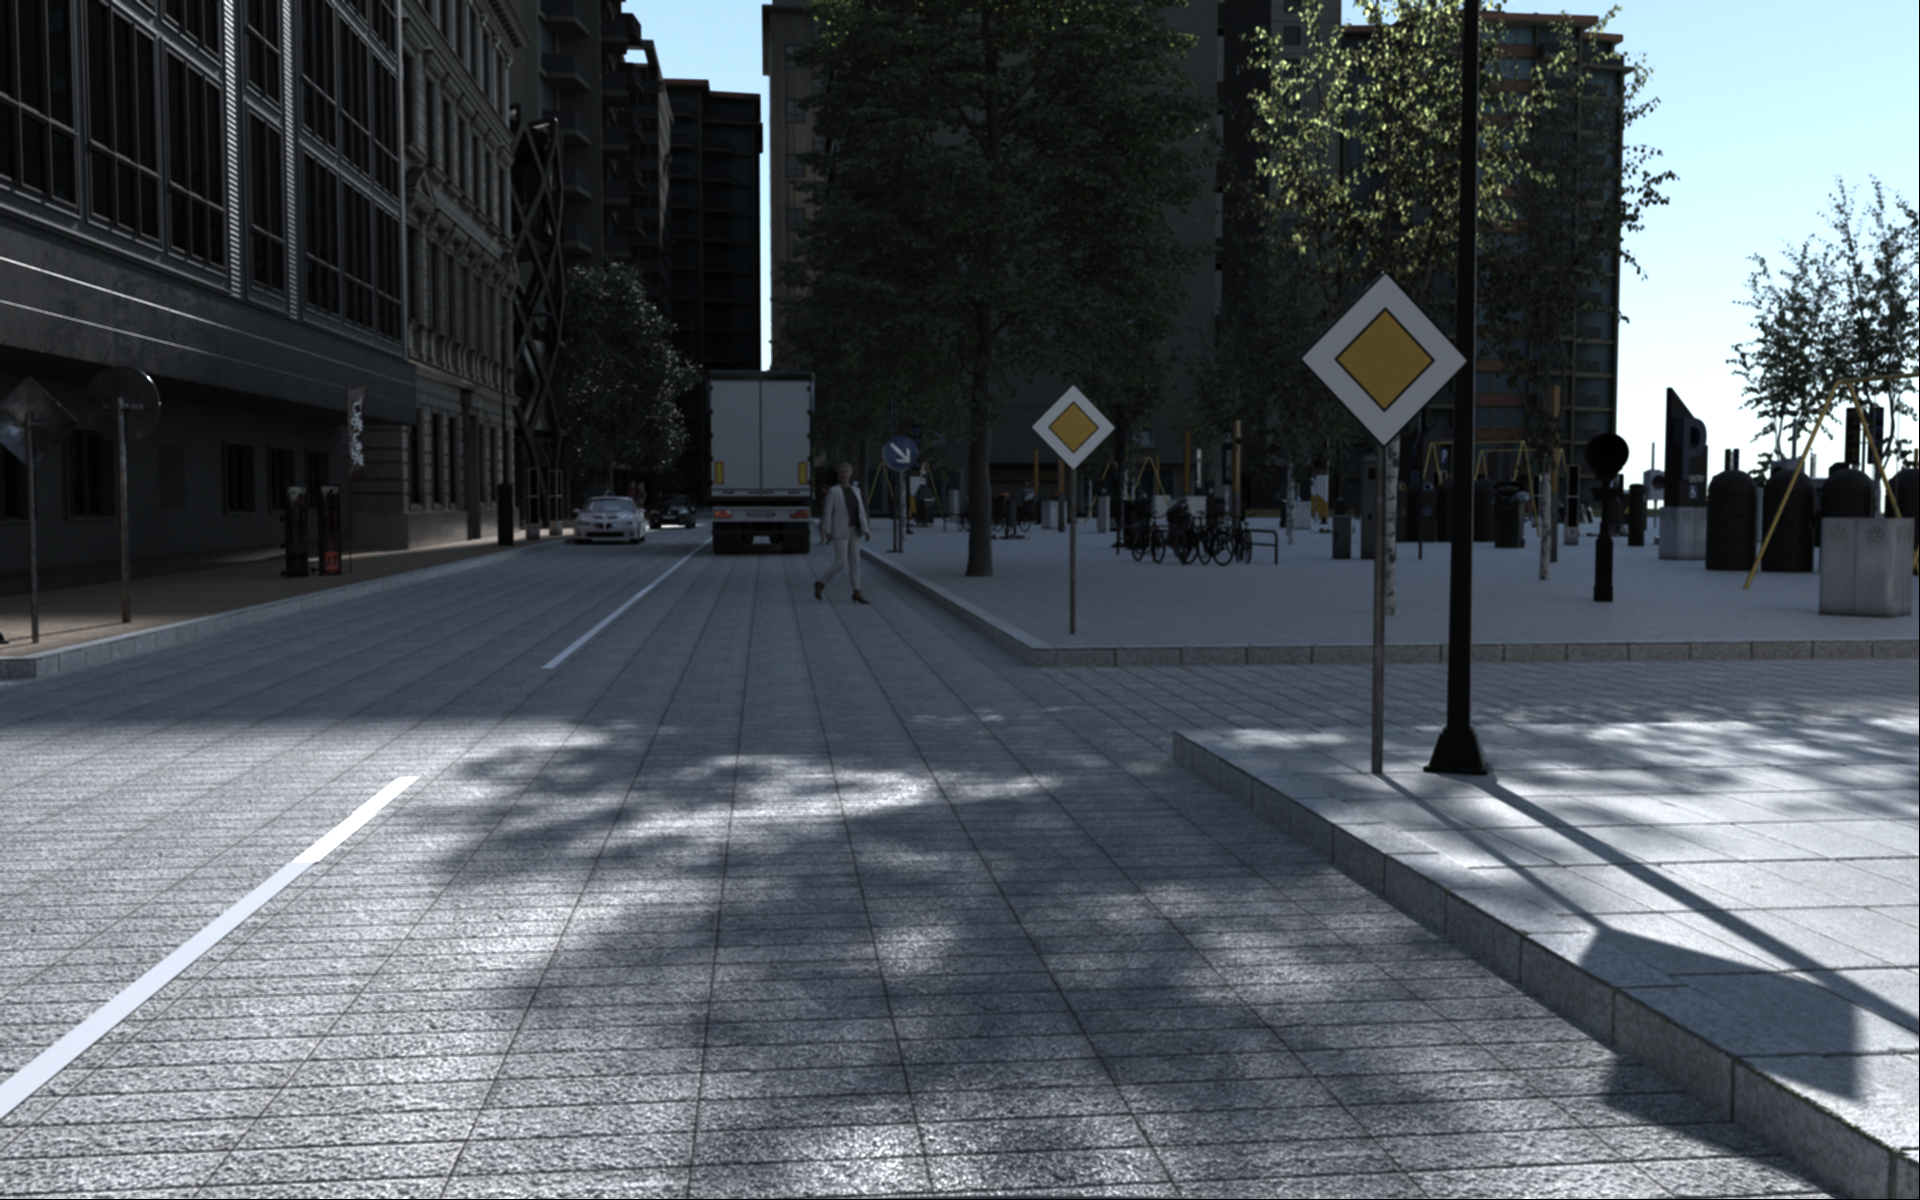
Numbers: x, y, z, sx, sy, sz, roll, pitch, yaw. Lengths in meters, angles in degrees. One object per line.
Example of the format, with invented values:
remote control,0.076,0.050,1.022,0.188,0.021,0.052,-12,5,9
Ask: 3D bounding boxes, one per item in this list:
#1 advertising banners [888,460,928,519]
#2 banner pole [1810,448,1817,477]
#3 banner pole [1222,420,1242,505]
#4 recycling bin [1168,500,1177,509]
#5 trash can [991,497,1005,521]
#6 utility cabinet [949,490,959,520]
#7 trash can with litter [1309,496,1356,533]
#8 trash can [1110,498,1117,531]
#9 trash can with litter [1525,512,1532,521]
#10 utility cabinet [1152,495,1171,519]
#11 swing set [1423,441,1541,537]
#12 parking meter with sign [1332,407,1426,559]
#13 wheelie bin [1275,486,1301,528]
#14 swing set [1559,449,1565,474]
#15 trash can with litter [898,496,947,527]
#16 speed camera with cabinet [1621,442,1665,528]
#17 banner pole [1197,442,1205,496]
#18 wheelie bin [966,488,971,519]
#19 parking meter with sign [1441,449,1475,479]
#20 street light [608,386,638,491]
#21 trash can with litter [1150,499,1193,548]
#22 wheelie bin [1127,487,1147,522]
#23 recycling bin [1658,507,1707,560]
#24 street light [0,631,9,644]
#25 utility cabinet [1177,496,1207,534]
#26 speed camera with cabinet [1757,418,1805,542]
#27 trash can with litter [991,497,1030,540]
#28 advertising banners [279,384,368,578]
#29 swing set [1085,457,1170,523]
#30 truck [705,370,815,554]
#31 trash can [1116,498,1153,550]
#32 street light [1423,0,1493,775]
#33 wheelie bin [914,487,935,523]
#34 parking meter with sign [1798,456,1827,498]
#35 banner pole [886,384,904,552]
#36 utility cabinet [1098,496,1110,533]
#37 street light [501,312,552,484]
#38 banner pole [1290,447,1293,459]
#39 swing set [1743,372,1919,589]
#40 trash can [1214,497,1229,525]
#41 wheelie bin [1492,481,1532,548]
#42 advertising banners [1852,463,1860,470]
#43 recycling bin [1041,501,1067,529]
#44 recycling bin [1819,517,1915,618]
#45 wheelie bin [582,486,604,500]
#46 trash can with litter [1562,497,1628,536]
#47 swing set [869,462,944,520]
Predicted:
advertising banners,-2.627,-5.637,88.359,2.074,3.025,0.090,-1,4,-15
banner pole,46.462,-6.383,94.385,0.863,3.779,0.401,-3,5,-40
banner pole,9.271,-4.205,58.774,0.863,3.779,0.401,2,4,28
recycling bin,9.962,-4.055,78.852,0.722,1.027,0.722,3,5,41
trash can,1.672,-4.083,78.414,0.748,1.137,0.748,0,3,0
utility cabinet,-0.284,-4.685,85.283,0.318,1.500,1.173,-1,4,-11
trash can with litter,12.433,-2.833,57.385,1.678,1.210,2.233,-1,4,-22
trash can,5.327,-2.938,59.693,0.748,1.137,0.748,0,3,0
trash can with litter,27.297,-4.431,83.509,2.233,1.210,1.678,-2,4,-32
utility cabinet,10.544,-4.867,90.743,1.020,1.237,0.306,-2,4,-31
swing set,15.287,-3.308,51.710,3.119,2.851,2.862,3,5,39
parking meter with sign,8.242,-2.316,34.130,1.738,3.016,0.543,1,4,11
wheelie bin,12.528,-3.569,66.254,0.980,1.594,0.693,1,4,9
swing set,19.545,-3.864,60.798,3.119,2.851,2.862,3,4,37
trash can with litter,-1.651,-3.479,67.934,1.678,1.210,2.233,-2,4,-32
speed camera with cabinet,25.790,-4.374,65.857,2.038,3.252,0.660,-1,4,-8
banner pole,11.596,-5.715,83.455,0.401,3.779,0.863,3,4,37
wheelie bin,0.780,-4.811,86.569,0.980,1.594,0.693,0,4,2
parking meter with sign,19.582,-4.337,67.171,1.738,3.016,0.543,-1,4,-11
street light,-14.485,-6.219,74.221,1.470,5.913,1.316,0,4,-6
trash can with litter,5.006,-1.842,41.509,1.055,1.170,0.624,0,4,-4
wheelie bin,8.241,-4.452,80.698,0.980,1.594,0.693,-1,4,-12
recycling bin,14.218,-1.310,33.972,0.722,1.027,0.722,0,4,-7
street light,-7.809,-2.578,14.694,1.470,5.913,1.316,0,4,-6
utility cabinet,6.467,-2.277,48.383,0.306,1.237,1.020,3,5,42
speed camera with cabinet,21.452,-3.152,45.871,0.660,3.252,2.038,-1,4,-11
trash can with litter,1.189,-2.348,49.442,1.678,1.210,2.233,2,4,27
advertising banners,-9.944,-1.897,27.211,0.090,3.025,2.074,1,4,19
swing set,7.417,-4.725,74.879,2.862,2.851,3.119,-2,4,-28
truck,-5.163,-3.429,44.974,2.839,4.237,11.283,0,4,-6
trash can,4.102,-1.748,40.235,0.748,1.137,0.748,0,3,0
street light,1.783,-2.159,7.838,1.470,5.913,1.316,0,4,-6
wheelie bin,-1.599,-4.157,75.871,0.980,1.594,0.693,-2,4,-32
parking meter with sign,39.224,-5.065,79.081,1.738,3.016,0.543,0,4,7
banner pole,-1.472,-2.963,38.455,0.401,3.779,0.863,-1,4,-9
utility cabinet,4.751,-2.822,57.299,0.306,1.237,1.020,1,4,11
street light,-11.105,-4.388,44.284,1.470,5.913,1.316,0,4,-6
banner pole,16.010,-5.728,83.663,0.401,3.779,0.863,0,4,0
swing set,12.282,-1.517,22.423,2.862,2.851,3.119,-1,4,-11
trash can,10.989,-3.747,72.925,0.748,1.137,0.748,0,3,0
wheelie bin,13.160,-2.049,41.414,0.980,1.594,0.693,2,4,33
advertising banners,49.324,-6.153,96.794,2.074,3.025,0.090,0,4,-7
recycling bin,3.446,-3.111,63.424,0.722,1.027,0.722,-2,4,-24
recycling bin,9.640,-0.359,18.417,0.722,1.027,0.722,-3,5,-45
wheelie bin,-14.101,-3.610,66.929,0.980,1.594,0.693,-1,4,-10
trash can with litter,19.543,-2.558,52.882,2.233,1.210,1.678,1,4,12
swing set,-2.683,-5.357,85.201,3.119,2.851,2.862,3,4,38
